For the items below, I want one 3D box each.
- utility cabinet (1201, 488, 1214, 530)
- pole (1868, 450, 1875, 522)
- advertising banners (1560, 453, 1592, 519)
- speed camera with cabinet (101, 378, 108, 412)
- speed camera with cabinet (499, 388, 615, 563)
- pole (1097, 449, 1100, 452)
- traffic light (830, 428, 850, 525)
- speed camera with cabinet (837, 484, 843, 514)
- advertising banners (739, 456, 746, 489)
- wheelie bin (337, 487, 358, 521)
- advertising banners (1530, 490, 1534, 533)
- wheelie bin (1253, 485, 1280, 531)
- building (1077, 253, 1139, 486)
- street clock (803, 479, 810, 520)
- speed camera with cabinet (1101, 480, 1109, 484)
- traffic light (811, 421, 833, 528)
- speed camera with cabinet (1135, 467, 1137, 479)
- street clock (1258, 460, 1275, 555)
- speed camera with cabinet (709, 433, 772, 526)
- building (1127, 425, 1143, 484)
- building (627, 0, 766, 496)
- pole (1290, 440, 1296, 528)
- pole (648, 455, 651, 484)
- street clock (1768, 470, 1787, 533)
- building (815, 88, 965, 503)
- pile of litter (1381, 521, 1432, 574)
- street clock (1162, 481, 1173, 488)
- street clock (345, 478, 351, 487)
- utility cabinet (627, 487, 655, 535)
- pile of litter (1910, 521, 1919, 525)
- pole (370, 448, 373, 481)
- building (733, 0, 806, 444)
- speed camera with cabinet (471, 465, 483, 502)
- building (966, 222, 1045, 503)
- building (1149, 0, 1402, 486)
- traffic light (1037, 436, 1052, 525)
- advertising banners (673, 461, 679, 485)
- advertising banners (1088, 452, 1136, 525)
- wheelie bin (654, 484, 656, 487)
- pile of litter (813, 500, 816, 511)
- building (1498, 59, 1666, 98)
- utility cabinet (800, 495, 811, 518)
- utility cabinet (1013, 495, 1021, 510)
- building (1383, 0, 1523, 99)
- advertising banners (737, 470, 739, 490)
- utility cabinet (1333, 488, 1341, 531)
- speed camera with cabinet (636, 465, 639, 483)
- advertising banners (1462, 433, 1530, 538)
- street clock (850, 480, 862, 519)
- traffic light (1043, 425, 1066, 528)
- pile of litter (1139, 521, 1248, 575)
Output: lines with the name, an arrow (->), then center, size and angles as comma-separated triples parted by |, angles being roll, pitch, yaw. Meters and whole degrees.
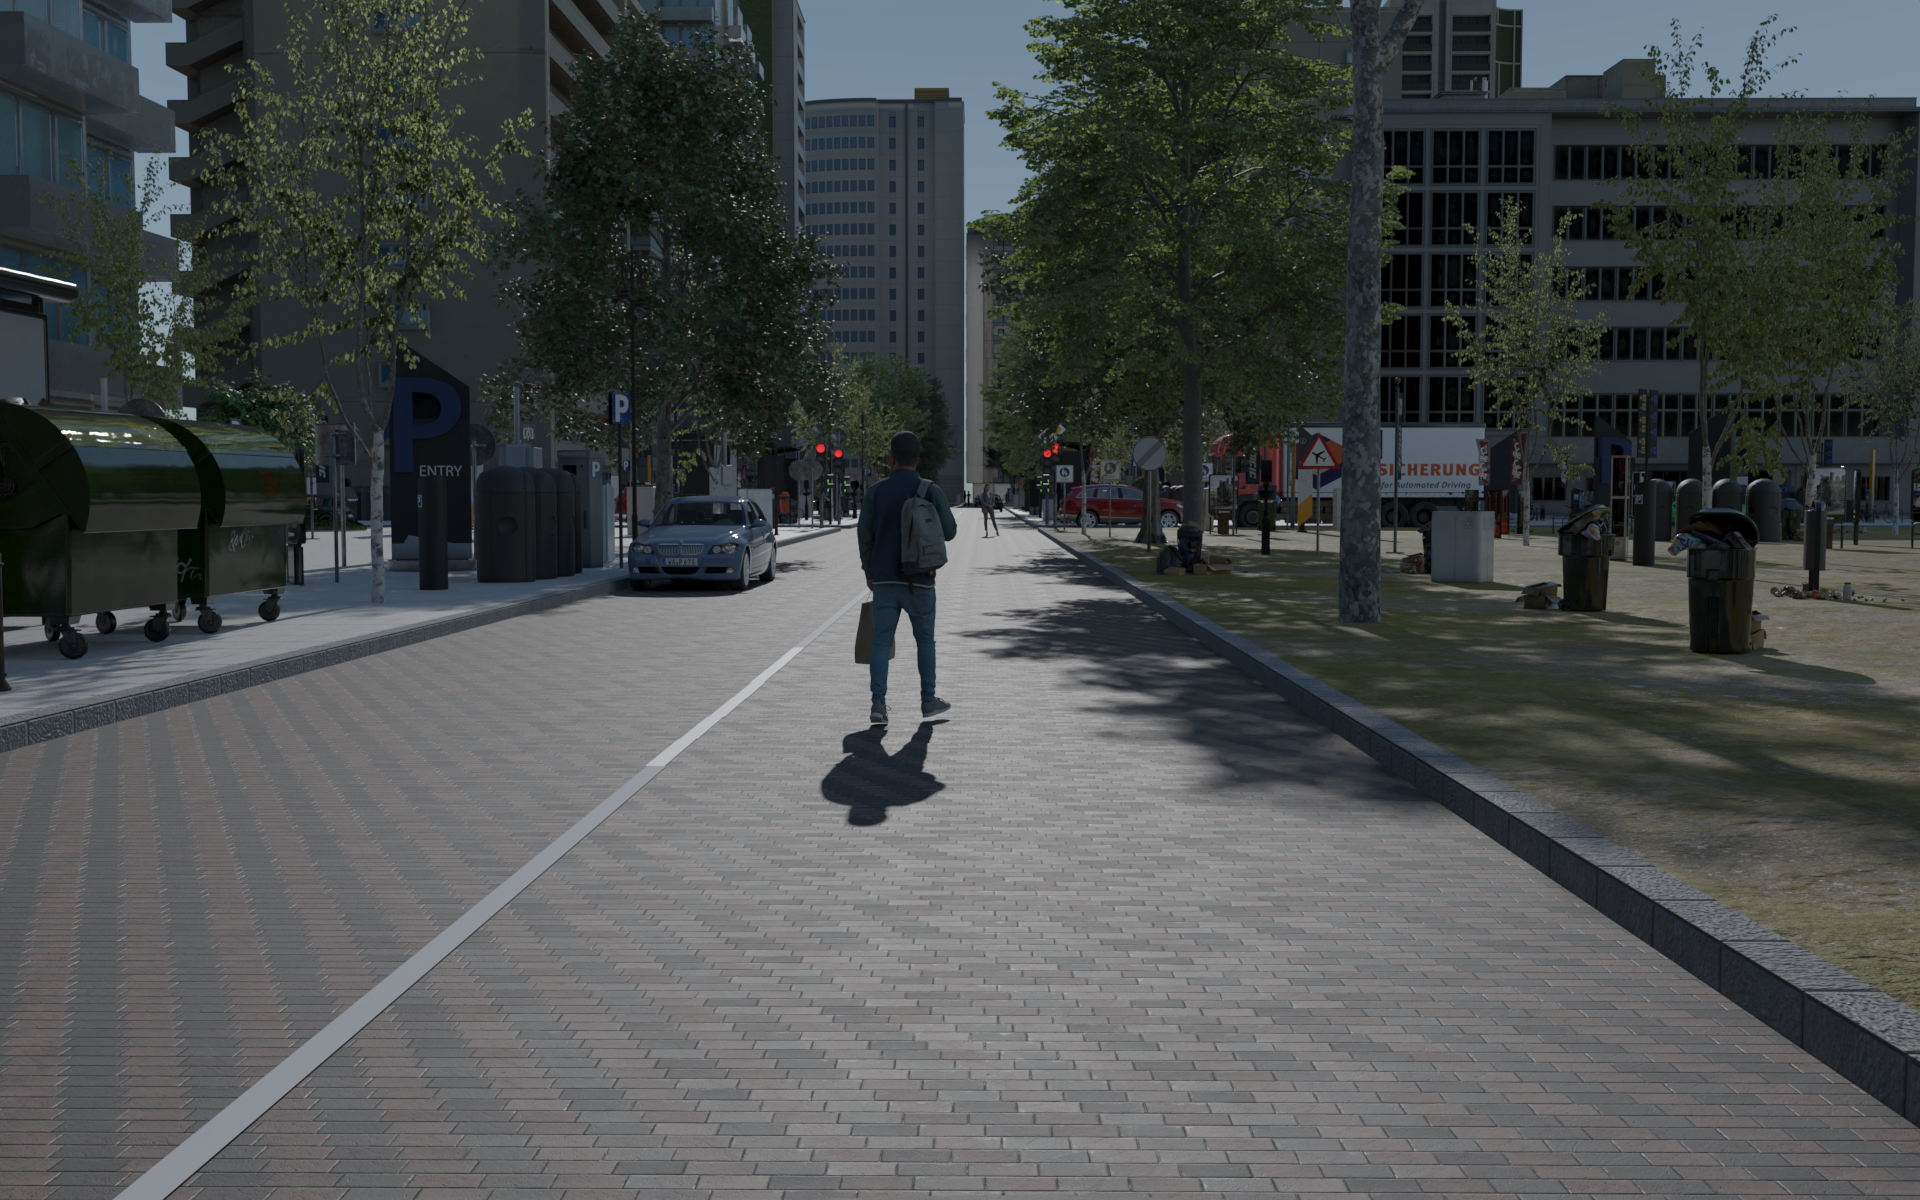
utility cabinet -> 8.647, -3.182, 60.711 | 0.318, 1.500, 1.173 | 0, 4, -1
pole -> 41.907, -5.245, 79.605 | 0.158, 3.312, 0.155 | 0, 3, 0
advertising banners -> 25.863, -4.680, 72.711 | 0.090, 3.025, 2.074 | -1, 4, -21
speed camera with cabinet -> -14.882, -2.116, 28.935 | 0.660, 3.252, 2.038 | 3, 5, 41
speed camera with cabinet -> -7.538, -2.329, 32.414 | 2.038, 3.252, 0.660 | 0, 4, 3
pole -> 6.168, -5.137, 77.832 | 0.158, 3.312, 0.155 | 0, 3, 0
traffic light -> -5.068, -5.131, 72.816 | 0.839, 4.253, 0.868 | 0, 4, 1
speed camera with cabinet -> -7.868, -7.079, 110.079 | 0.660, 3.252, 2.038 | -2, 4, -24
advertising banners -> -7.477, -4.005, 61.672 | 0.090, 3.025, 2.074 | -1, 4, -21
wheelie bin -> -26.732, -4.133, 75.480 | 0.693, 1.594, 0.980 | 2, 4, 29
advertising banners -> 17.363, -3.614, 55.274 | 2.074, 3.025, 0.090 | -1, 4, -14
wheelie bin -> 10.730, -3.223, 60.599 | 0.980, 1.594, 0.693 | 1, 4, 16
building -> 26.966, -34.773, 260.414 | 23.993, 40.220, 32.217 | 0, 4, 1
street clock -> -7.513, -4.904, 84.757 | 0.358, 2.002, 0.471 | 0, 4, -2
speed camera with cabinet -> 9.066, -6.762, 104.886 | 0.660, 3.252, 2.038 | -1, 4, -13
traffic light -> -5.172, -4.643, 64.831 | 0.839, 4.253, 0.868 | 0, 4, 1
speed camera with cabinet -> 12.569, -7.960, 124.479 | 0.660, 3.252, 2.038 | 2, 4, 28
street clock -> 6.479, -1.963, 36.661 | 0.358, 2.002, 0.471 | 1, 4, 8
speed camera with cabinet -> -7.090, -3.776, 56.067 | 2.038, 3.252, 0.660 | -3, 4, -38
building -> 33.826, -21.385, 194.686 | 27.650, 21.520, 28.899 | 0, 4, 1
building -> -30.496, -33.256, 163.349 | 23.786, 49.044, 30.456 | 0, 4, 1
pole -> 12.549, -4.368, 65.255 | 0.158, 3.312, 0.155 | 0, 3, 0
pole -> -16.260, -5.923, 90.687 | 0.158, 3.312, 0.155 | 0, 3, 0
street clock -> 24.121, -2.850, 51.160 | 0.471, 2.002, 0.358 | -1, 4, -9
building -> -13.392, -43.578, 254.499 | 28.212, 58.520, 21.231 | 0, 4, 1
pile of litter -> 7.675, -0.868, 28.158 | 1.719, 0.858, 1.176 | 2, 4, 28
street clock -> 11.646, -5.695, 97.677 | 0.471, 2.002, 0.358 | -2, 4, -27
street clock -> -28.465, -4.631, 80.280 | 0.471, 2.002, 0.358 | 1, 4, 15
utility cabinet -> -9.676, -2.711, 53.007 | 1.173, 1.500, 0.318 | 3, 4, 37
pile of litter -> 40.221, -3.566, 72.262 | 1.719, 0.858, 1.176 | -2, 4, -29
pole -> -25.868, -5.049, 76.395 | 0.158, 3.312, 0.155 | 0, 3, 0
building -> -32.141, -40.177, 198.887 | 28.212, 58.520, 21.231 | 0, 4, 1
speed camera with cabinet -> -13.400, -3.323, 48.662 | 2.038, 3.252, 0.660 | 3, 5, 40
building -> 7.825, -34.804, 252.637 | 14.086, 41.232, 14.154 | 0, 4, 1
building -> 29.611, -33.264, 167.570 | 21.300, 48.544, 21.600 | 0, 4, 1
traffic light -> 3.643, -5.125, 72.719 | 0.839, 4.253, 0.868 | 0, 4, 1
advertising banners -> -14.314, -5.883, 92.368 | 2.074, 3.025, 0.090 | 1, 4, 14
advertising banners -> 6.351, -4.633, 71.939 | 2.074, 3.025, 0.090 | 0, 4, 5
wheelie bin -> -9.569, -2.880, 54.995 | 0.693, 1.594, 0.980 | -2, 4, -30
pile of litter -> -11.053, -7.131, 130.551 | 1.719, 0.858, 1.176 | 3, 4, 39
building -> 69.942, -35.127, 198.032 | 21.600, 48.544, 21.300 | 0, 4, 1
utility cabinet -> -8.542, -5.074, 94.125 | 1.020, 1.237, 0.306 | 1, 4, 21
utility cabinet -> 4.881, -8.074, 143.174 | 1.020, 1.237, 0.306 | 2, 4, 33
building -> 70.790, -49.841, 253.145 | 20.611, 71.187, 20.563 | 0, 4, 1
advertising banners -> -16.671, -7.885, 125.108 | 2.074, 3.025, 0.090 | -1, 4, -20
utility cabinet -> 13.469, -3.127, 59.804 | 1.173, 1.500, 0.318 | -1, 4, -15
speed camera with cabinet -> -21.965, -7.551, 117.794 | 0.660, 3.252, 2.038 | 1, 4, 9
advertising banners -> 15.591, -3.326, 50.574 | 0.090, 3.025, 2.074 | -3, 5, -41
street clock -> -5.504, -5.264, 90.639 | 0.358, 2.002, 0.471 | 3, 4, 37
traffic light -> 3.539, -4.637, 64.735 | 0.839, 4.253, 0.868 | 0, 4, 1
pile of litter -> 3.867, -0.851, 27.872 | 1.719, 0.858, 1.176 | -1, 4, -10
